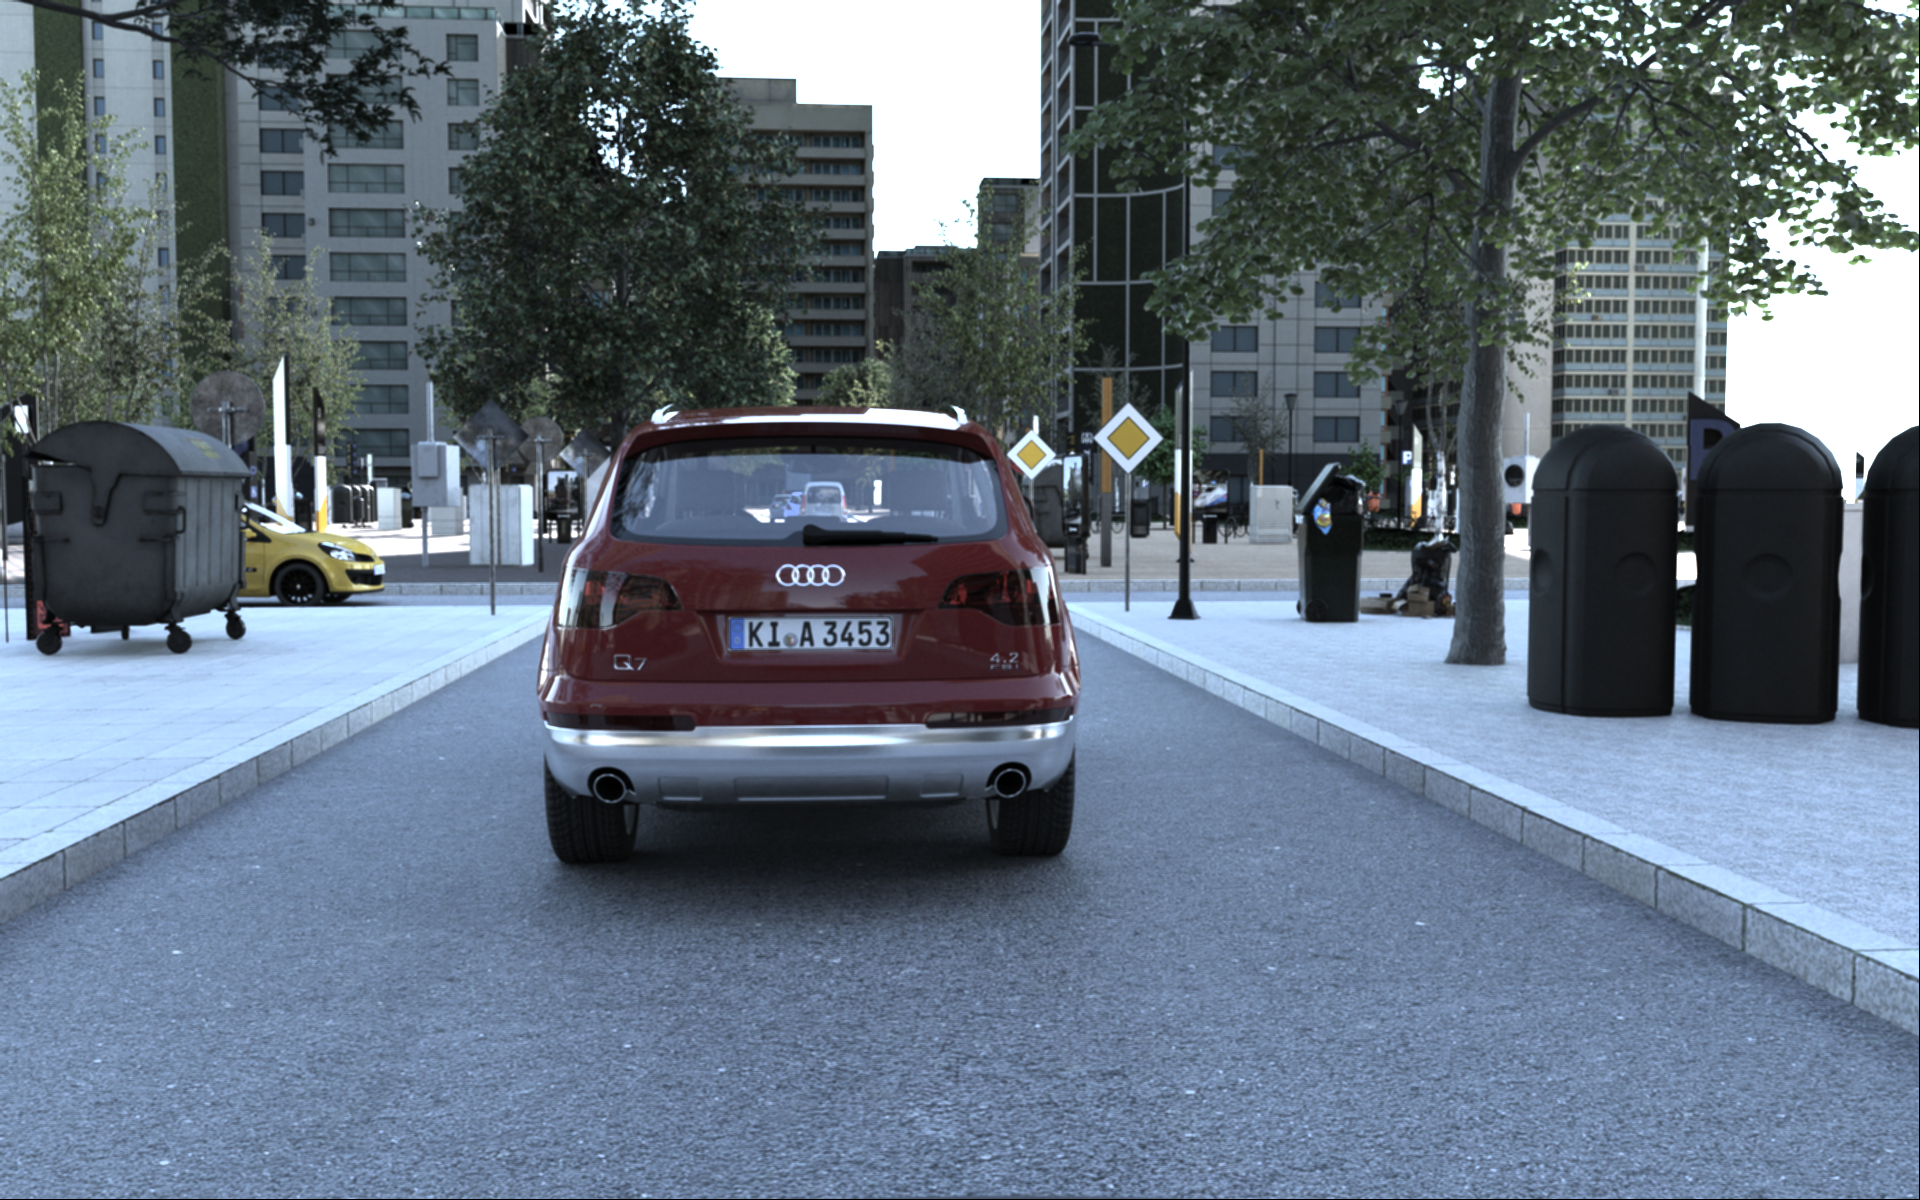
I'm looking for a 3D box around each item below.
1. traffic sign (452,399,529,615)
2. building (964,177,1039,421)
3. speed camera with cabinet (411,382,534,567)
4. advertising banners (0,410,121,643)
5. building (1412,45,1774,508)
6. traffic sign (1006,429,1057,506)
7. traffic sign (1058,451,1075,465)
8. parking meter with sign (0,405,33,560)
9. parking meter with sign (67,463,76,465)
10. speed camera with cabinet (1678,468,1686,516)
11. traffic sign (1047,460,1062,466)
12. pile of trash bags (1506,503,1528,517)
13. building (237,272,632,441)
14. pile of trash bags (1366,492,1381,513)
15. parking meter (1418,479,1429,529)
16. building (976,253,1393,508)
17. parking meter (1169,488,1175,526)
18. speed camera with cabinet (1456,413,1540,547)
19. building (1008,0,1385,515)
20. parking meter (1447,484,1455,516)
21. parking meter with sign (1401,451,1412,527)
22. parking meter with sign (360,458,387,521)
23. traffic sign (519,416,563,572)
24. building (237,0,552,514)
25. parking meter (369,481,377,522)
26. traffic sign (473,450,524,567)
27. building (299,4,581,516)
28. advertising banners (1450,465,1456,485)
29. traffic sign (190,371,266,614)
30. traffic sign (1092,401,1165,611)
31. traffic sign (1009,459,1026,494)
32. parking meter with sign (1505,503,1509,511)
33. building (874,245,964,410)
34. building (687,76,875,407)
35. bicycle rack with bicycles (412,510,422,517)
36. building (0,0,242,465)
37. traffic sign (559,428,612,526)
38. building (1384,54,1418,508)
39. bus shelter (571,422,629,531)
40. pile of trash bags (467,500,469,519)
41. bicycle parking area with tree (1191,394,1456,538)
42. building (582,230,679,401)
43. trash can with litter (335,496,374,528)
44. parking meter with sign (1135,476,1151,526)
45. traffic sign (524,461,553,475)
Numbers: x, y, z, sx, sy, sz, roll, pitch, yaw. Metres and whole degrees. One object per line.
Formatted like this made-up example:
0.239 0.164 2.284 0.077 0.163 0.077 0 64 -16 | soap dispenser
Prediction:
-4.943 -0.896 18.285 0.795 2.450 0.064 0 4 -5 | traffic sign
8.352 -23.792 160.692 14.160 30.474 14.107 0 4 -5 | building
-8.657 -2.227 30.754 2.038 3.252 0.660 1 4 9 | speed camera with cabinet
-8.109 -1.173 15.370 0.090 3.025 2.074 1 4 14 | advertising banners
53.090 -28.401 156.242 23.993 40.220 32.217 0 4 -5 | building
1.102 -1.418 26.831 0.795 2.450 0.064 0 4 -5 | traffic sign
2.992 -2.755 46.227 0.795 2.450 0.064 0 4 -1 | traffic sign
-18.948 -2.281 33.552 0.543 3.016 1.738 3 4 37 | parking meter with sign
-21.955 -2.865 43.109 0.543 3.016 1.738 1 4 20 | parking meter with sign
42.227 -6.425 99.377 0.660 3.252 2.038 -2 4 -26 | speed camera with cabinet
2.825 -3.021 51.526 0.606 2.300 0.079 0 4 0 | traffic sign
30.400 -4.952 90.723 3.447 1.369 1.912 2 4 32 | pile of trash bags
-43.173 -18.672 150.321 28.899 21.520 27.650 0 4 -5 | building
17.250 -4.161 77.793 3.447 1.369 1.912 -1 4 -11 | pile of trash bags
17.178 -3.586 64.345 0.399 1.863 0.255 3 5 41 | parking meter
16.513 -18.028 139.803 27.650 21.520 28.899 0 4 -5 | building
8.696 -3.787 70.329 0.372 1.533 0.369 0 3 0 | parking meter
13.267 -2.964 42.798 0.660 3.252 2.038 -3 4 -37 | speed camera with cabinet
14.525 -41.262 112.886 20.563 71.187 20.611 0 4 -5 | building
28.758 -5.861 101.530 0.399 1.863 0.255 3 4 37 | parking meter
17.954 -4.446 68.947 0.543 3.016 1.738 0 4 5 | parking meter with sign
-27.852 -5.314 83.149 1.738 3.016 0.543 -1 4 -16 | parking meter with sign
-6.870 -1.726 28.326 0.768 2.556 0.104 0 4 3 | traffic sign
-37.409 -41.842 122.373 20.563 71.187 20.611 0 4 -5 | building
-27.268 -4.573 80.481 0.255 1.863 0.399 -2 4 -27 | parking meter
-8.053 -1.848 30.218 0.884 2.594 0.081 0 4 -3 | traffic sign
-31.366 -20.493 106.766 14.160 30.474 14.107 0 4 -5 | building
28.903 -6.555 103.359 2.074 3.025 0.090 -2 4 -34 | advertising banners
-7.569 -1.090 17.921 0.768 2.556 0.104 0 4 -3 | traffic sign
1.825 -0.932 18.878 0.795 2.450 0.064 0 4 -5 | traffic sign
1.607 -2.643 43.314 0.768 2.556 0.104 0 4 4 | traffic sign
32.136 -6.344 99.987 1.738 3.016 0.543 -1 4 -19 | parking meter with sign
-3.011 -26.421 203.679 14.107 30.474 14.160 0 4 -5 | building
-21.164 -35.582 205.470 21.600 48.544 21.300 0 4 -5 | building
-31.284 -5.135 97.337 2.852 0.926 2.925 -1 4 -18 | bicycle rack with bicycles
-72.918 -37.156 149.497 28.212 58.520 21.231 0 4 -5 | building
-5.667 -1.382 26.238 0.795 2.450 0.064 0 4 -5 | traffic sign
29.960 -32.717 158.626 21.600 48.544 21.300 0 4 -5 | building
-10.104 -3.504 51.208 2.014 3.302 5.546 0 4 -5 | bus shelter
-24.420 -4.973 91.058 3.447 1.369 1.912 1 4 10 | pile of trash bags
11.519 -3.922 51.120 8.231 4.147 9.016 -2 4 -26 | bicycle parking area with tree
-44.340 -31.619 208.857 23.993 40.220 32.217 0 4 -5 | building
-23.031 -3.331 65.521 1.678 1.210 2.233 1 4 11 | trash can with litter
7.367 -4.489 69.655 0.543 3.016 1.738 -1 4 -13 | parking meter with sign
-11.464 -2.893 47.304 0.884 2.594 0.081 0 4 -4 | traffic sign
